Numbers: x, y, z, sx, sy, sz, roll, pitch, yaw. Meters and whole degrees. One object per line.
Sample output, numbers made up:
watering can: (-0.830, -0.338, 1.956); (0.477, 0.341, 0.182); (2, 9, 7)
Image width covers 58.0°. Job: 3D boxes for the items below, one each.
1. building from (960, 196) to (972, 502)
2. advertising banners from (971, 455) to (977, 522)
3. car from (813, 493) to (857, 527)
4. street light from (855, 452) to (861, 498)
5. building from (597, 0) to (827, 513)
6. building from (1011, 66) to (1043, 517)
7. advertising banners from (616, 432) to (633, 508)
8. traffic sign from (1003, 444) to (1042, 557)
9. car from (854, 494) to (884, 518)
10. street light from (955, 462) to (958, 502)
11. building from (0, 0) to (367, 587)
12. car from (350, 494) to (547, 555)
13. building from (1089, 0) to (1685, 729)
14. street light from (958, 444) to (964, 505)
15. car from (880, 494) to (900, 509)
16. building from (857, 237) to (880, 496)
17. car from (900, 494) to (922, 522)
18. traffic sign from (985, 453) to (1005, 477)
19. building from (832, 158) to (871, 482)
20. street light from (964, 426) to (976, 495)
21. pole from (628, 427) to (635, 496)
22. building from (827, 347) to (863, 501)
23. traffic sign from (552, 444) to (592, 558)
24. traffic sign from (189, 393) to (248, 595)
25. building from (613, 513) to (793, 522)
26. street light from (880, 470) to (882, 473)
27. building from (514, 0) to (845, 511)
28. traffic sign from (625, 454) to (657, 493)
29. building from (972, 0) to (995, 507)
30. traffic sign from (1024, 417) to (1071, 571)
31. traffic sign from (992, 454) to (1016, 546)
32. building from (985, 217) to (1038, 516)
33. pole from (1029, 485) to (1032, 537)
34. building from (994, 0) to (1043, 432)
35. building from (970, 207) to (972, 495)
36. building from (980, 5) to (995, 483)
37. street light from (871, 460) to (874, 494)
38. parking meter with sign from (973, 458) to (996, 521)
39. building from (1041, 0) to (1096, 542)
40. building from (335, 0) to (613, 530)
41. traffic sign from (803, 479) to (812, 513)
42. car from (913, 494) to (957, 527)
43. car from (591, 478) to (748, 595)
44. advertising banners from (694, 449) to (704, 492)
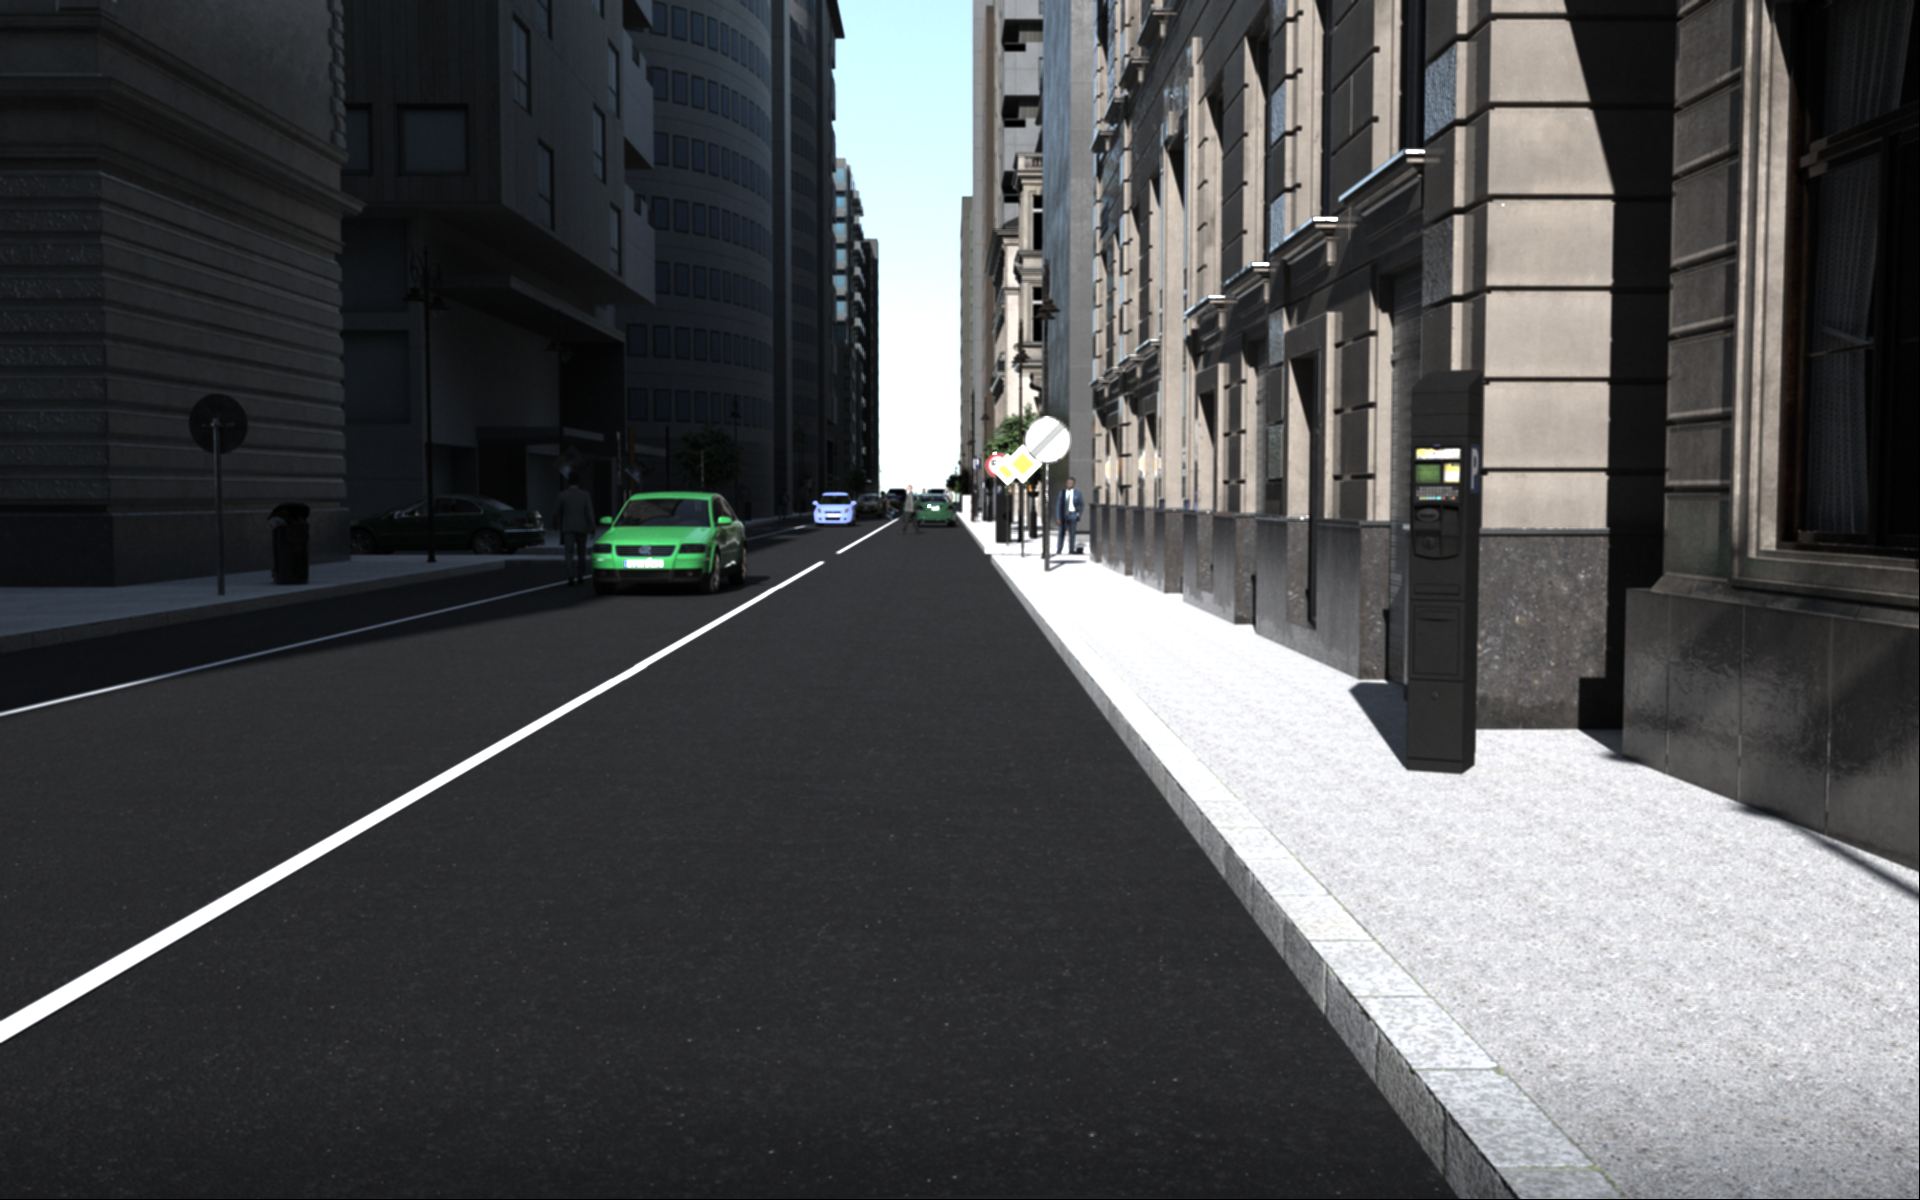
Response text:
building: (10.778, -39.310, 266.426); (21.300, 48.544, 21.600); (0, 4, -1)
advertising banners: (0.632, -5.083, 79.296); (0.090, 3.025, 2.074); (0, 4, -5)
car: (-5.542, -4.116, 76.891); (1.945, 1.707, 3.694); (0, 4, -1)
street light: (-11.729, -14.068, 202.797); (0.468, 5.910, 1.993); (0, 4, -1)
building: (-22.694, -36.924, 145.703); (21.231, 58.520, 28.212); (0, 4, -1)
building: (9.708, -16.013, 80.889); (14.460, 24.649, 34.723); (0, 4, -1)
advertising banners: (-9.605, -3.265, 49.577); (0.090, 3.025, 2.074); (0, 4, 1)
traffic sign: (1.267, -1.921, 35.051); (0.795, 2.450, 0.064); (0, 4, -1)
car: (-5.634, -5.852, 105.910); (2.015, 1.641, 3.980); (0, 4, 0)
street light: (-0.074, -13.551, 194.347); (0.468, 5.910, 1.993); (0, 4, -1)
building: (-20.930, -12.166, 27.799); (19.941, 23.489, 11.050); (0, 4, -1)
car: (-11.878, -1.675, 39.188); (4.920, 1.459, 2.131); (0, 4, -2)
building: (8.288, -13.669, 20.755); (12.463, 27.353, 25.104); (0, 4, -1)
street light: (0.318, -11.371, 158.707); (0.468, 5.910, 1.993); (0, 4, -1)
car: (-6.673, -9.427, 164.355); (2.015, 1.641, 3.980); (0, 4, 0)
building: (-19.834, -35.817, 269.209); (14.154, 41.232, 14.086); (0, 4, -1)
car: (-2.078, -4.834, 90.831); (2.131, 1.459, 4.920); (0, 4, 0)
traffic sign: (1.170, -3.268, 53.542); (0.768, 2.556, 0.104); (0, 4, 1)
building: (-25.008, -38.353, 246.683); (23.786, 49.044, 30.456); (0, 4, -1)
street light: (0.684, -9.191, 123.066); (0.468, 5.910, 1.993); (0, 4, -1)
pole: (-9.983, -3.597, 52.657); (0.158, 3.312, 0.155); (0, 3, 0)
building: (-26.651, -22.804, 217.882); (27.650, 21.520, 28.899); (0, 4, -1)
traffic sign: (-7.827, -1.916, 34.973); (0.795, 2.450, 0.064); (0, 4, -1)
traffic sign: (-9.386, -1.335, 21.930); (0.768, 2.556, 0.104); (0, 4, 4)
building: (-20.677, -33.596, 91.297); (21.231, 58.520, 28.212); (0, 4, -1)
street light: (-12.524, -18.476, 274.862); (0.468, 5.910, 1.993); (0, 4, -1)
building: (-26.469, -35.769, 174.065); (28.713, 52.752, 27.495); (0, 4, -1)
traffic sign: (-7.914, -2.405, 42.957); (0.795, 2.450, 0.064); (0, 4, -1)
building: (11.759, -38.923, 178.387); (21.231, 58.520, 28.212); (0, 4, -1)
traffic sign: (1.448, -1.749, 28.704); (0.768, 2.556, 0.104); (0, 4, 5)
traffic sign: (1.179, -2.409, 43.036); (0.795, 2.450, 0.064); (0, 4, -1)
building: (7.072, -14.893, 108.125); (10.561, 19.102, 19.286); (0, 4, -1)
pole: (2.138, -3.544, 51.795); (0.158, 3.312, 0.155); (0, 3, 0)
building: (16.491, -33.458, 136.273); (28.713, 52.752, 27.495); (0, 4, -1)
building: (8.498, -34.550, 248.486); (14.154, 41.232, 14.086); (0, 4, -1)
building: (9.091, -31.039, 157.593); (14.600, 45.320, 14.200); (0, 4, -1)
street light: (-12.029, -16.248, 238.439); (0.468, 5.910, 1.993); (0, 4, -1)
parking meter with sign: (1.478, -5.391, 84.400); (1.738, 3.016, 0.543); (-3, 4, -36)
building: (17.721, -14.166, 50.683); (30.058, 24.678, 14.314); (0, 4, -1)
building: (-25.163, -28.526, 55.636); (28.713, 52.752, 27.495); (0, 4, -1)
traffic sign: (-10.400, -7.107, 118.321); (0.606, 2.300, 0.079); (1, 4, 8)
car: (-1.153, -3.940, 76.209); (2.131, 1.459, 4.920); (0, 4, -3)
car: (-4.318, -1.060, 26.121); (1.959, 1.807, 4.718); (0, 4, 1)
advertising banners: (-10.079, -4.329, 66.960); (0.090, 3.025, 2.074); (0, 4, 2)
